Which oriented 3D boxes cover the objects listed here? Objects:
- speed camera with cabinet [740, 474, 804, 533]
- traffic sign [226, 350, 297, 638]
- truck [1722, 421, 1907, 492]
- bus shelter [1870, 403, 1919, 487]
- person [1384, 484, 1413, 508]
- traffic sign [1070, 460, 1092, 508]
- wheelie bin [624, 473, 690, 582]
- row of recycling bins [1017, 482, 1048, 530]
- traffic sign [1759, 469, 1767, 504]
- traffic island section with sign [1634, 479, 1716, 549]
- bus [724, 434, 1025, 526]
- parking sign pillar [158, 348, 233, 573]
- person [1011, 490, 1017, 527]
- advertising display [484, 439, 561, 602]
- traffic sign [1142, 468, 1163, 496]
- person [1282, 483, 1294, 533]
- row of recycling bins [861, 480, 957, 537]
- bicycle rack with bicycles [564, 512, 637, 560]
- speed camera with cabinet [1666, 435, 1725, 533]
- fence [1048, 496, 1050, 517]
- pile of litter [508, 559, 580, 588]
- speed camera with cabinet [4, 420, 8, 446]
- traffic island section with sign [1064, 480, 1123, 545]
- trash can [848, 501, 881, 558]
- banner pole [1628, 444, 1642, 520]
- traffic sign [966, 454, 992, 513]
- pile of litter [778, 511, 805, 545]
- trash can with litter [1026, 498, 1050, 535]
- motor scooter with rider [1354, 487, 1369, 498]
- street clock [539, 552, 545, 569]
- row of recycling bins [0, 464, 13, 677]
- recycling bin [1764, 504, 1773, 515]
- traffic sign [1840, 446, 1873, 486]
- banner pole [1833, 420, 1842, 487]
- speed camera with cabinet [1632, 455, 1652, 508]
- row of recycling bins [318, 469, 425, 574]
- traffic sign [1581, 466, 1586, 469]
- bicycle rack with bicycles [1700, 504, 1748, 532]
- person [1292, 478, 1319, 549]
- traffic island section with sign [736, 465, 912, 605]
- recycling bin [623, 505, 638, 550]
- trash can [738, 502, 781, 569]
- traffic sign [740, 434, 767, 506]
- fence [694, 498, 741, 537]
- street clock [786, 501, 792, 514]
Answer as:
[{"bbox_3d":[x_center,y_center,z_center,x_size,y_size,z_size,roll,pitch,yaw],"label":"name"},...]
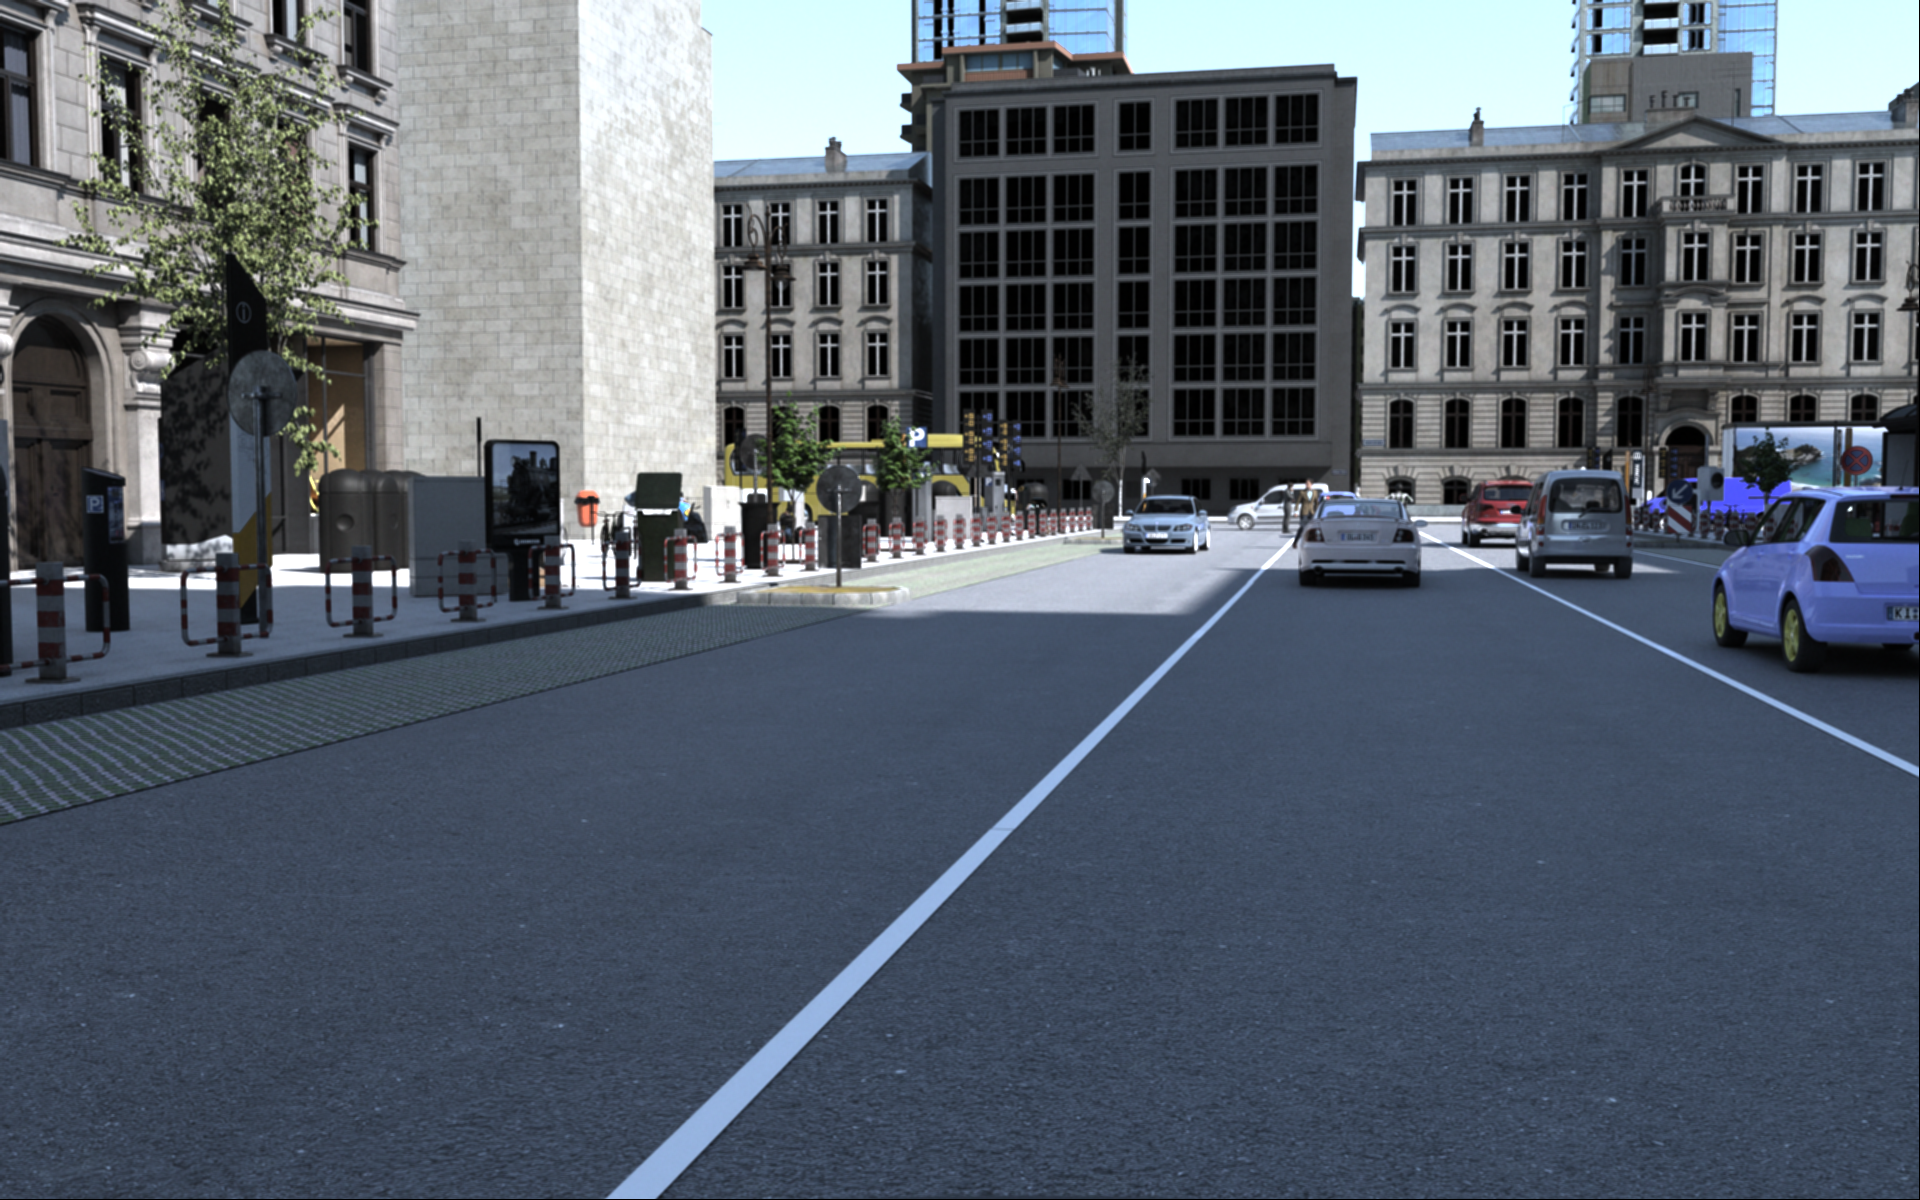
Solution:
[{"bbox_3d":[-5.997,-3.701,54.845,2.038,3.252,0.660,-2,4,-25],"label":"speed camera with cabinet"},{"bbox_3d":[-6.202,-0.933,15.356,0.768,2.556,0.104,1,4,20],"label":"traffic sign"},{"bbox_3d":[35.795,-4.791,67.240,11.283,4.237,2.839,1,4,13],"label":"truck"},{"bbox_3d":[20.863,-2.582,36.137,2.014,3.302,5.546,1,4,12],"label":"bus shelter"},{"bbox_3d":[12.760,-2.518,50.385,0.841,1.734,0.376,2,4,25],"label":"person"},{"bbox_3d":[4.689,-4.099,67.029,0.884,2.594,0.081,1,4,14],"label":"traffic sign"},{"bbox_3d":[-4.436,-1.074,25.470,0.980,1.594,0.693,0,4,-1],"label":"wheelie bin"},{"bbox_3d":[2.667,-3.406,62.795,1.069,1.692,3.534,0,4,-2],"label":"row of recycling bins"},{"bbox_3d":[25.847,-3.391,55.554,0.768,2.556,0.104,1,4,18],"label":"traffic sign"},{"bbox_3d":[18.887,-2.292,46.101,1.989,1.847,2.006,1,4,12],"label":"traffic island section with sign"},{"bbox_3d":[-3.581,-4.916,71.926,12.252,3.916,2.896,1,4,12],"label":"bus"},{"bbox_3d":[-12.595,-2.468,28.821,1.447,3.967,1.447,-3,4,-36],"label":"parking sign pillar"},{"bbox_3d":[2.472,-4.056,76.292,0.593,1.643,0.415,-1,4,-12],"label":"person"},{"bbox_3d":[-5.237,-0.952,20.777,0.123,1.923,0.974,3,5,43],"label":"advertising display"},{"bbox_3d":[7.300,-3.798,65.735,0.795,2.450,0.064,1,4,12],"label":"traffic sign"},{"bbox_3d":[12.012,-3.359,63.226,0.447,1.846,0.655,0,4,-8],"label":"person"},{"bbox_3d":[-1.666,-2.735,51.836,3.534,1.692,1.069,-2,4,-31],"label":"row of recycling bins"},{"bbox_3d":[-7.483,-1.318,34.925,2.852,0.926,2.925,0,4,-4],"label":"bicycle rack with bicycles"},{"bbox_3d":[24.296,-3.844,57.187,2.038,3.252,0.660,-2,4,-25],"label":"speed camera with cabinet"},{"bbox_3d":[4.482,-5.061,93.950,0.480,1.192,2.264,2,4,24],"label":"fence"},{"bbox_3d":[-6.131,-0.617,24.057,1.719,0.858,1.176,2,4,33],"label":"pile of litter"},{"bbox_3d":[-12.090,-1.560,19.837,2.038,3.252,0.660,-1,4,-10],"label":"speed camera with cabinet"},{"bbox_3d":[4.121,-2.520,49.830,1.989,1.847,2.006,1,4,12],"label":"traffic island section with sign"},{"bbox_3d":[-1.972,-1.437,35.146,0.748,1.137,0.748,0,3,0],"label":"trash can"},{"bbox_3d":[33.413,-5.864,85.891,0.863,3.779,0.401,0,4,-3],"label":"banner pole"},{"bbox_3d":[0.612,-3.437,56.196,0.884,2.594,0.081,1,4,13],"label":"traffic sign"},{"bbox_3d":[-4.552,-1.858,44.343,1.719,0.858,1.176,-1,4,-16],"label":"pile of litter"},{"bbox_3d":[2.474,-2.614,54.126,0.624,1.170,1.055,1,4,16],"label":"trash can with litter"},{"bbox_3d":[18.153,-4.215,77.877,1.986,1.779,0.876,1,4,14],"label":"motor scooter with rider"},{"bbox_3d":[-6.819,-1.424,27.851,0.471,2.002,0.358,2,4,34],"label":"street clock"},{"bbox_3d":[-7.890,-0.369,13.140,1.069,1.692,3.534,-3,4,-37],"label":"row of recycling bins"},{"bbox_3d":[21.083,-1.945,44.363,0.722,1.027,0.722,-3,5,-42],"label":"recycling bin"},{"bbox_3d":[23.836,-2.814,46.114,0.768,2.556,0.104,1,4,19],"label":"traffic sign"},{"bbox_3d":[29.750,-4.206,58.782,0.863,3.779,0.401,-3,5,-45],"label":"banner pole"},{"bbox_3d":[35.051,-5.792,89.029,0.660,3.252,2.038,2,4,33],"label":"speed camera with cabinet"},{"bbox_3d":[-9.875,-1.373,29.554,1.069,1.692,3.534,0,4,3],"label":"row of recycling bins"},{"bbox_3d":[22.432,-3.595,62.413,0.795,2.450,0.064,1,4,12],"label":"traffic sign"},{"bbox_3d":[26.222,-2.856,60.079,2.925,0.926,2.852,-1,4,-19],"label":"bicycle rack with bicycles"},{"bbox_3d":[9.066,-2.263,45.418,0.656,1.842,0.836,-3,5,-44],"label":"person"},{"bbox_3d":[-1.722,-0.886,23.120,1.989,1.847,2.006,1,4,12],"label":"traffic island section with sign"},{"bbox_3d":[-7.378,-1.687,40.139,0.722,1.027,0.722,0,4,3],"label":"recycling bin"},{"bbox_3d":[-3.432,-1.101,29.658,0.748,1.137,0.748,0,3,0],"label":"trash can"},{"bbox_3d":[-4.322,-2.232,36.599,0.768,2.556,0.104,1,4,20],"label":"traffic sign"},{"bbox_3d":[-7.400,-2.487,51.873,2.264,1.192,0.480,2,4,34],"label":"fence"},{"bbox_3d":[-6.241,-3.585,63.181,0.358,2.002,0.471,-3,4,-37],"label":"street clock"}]
